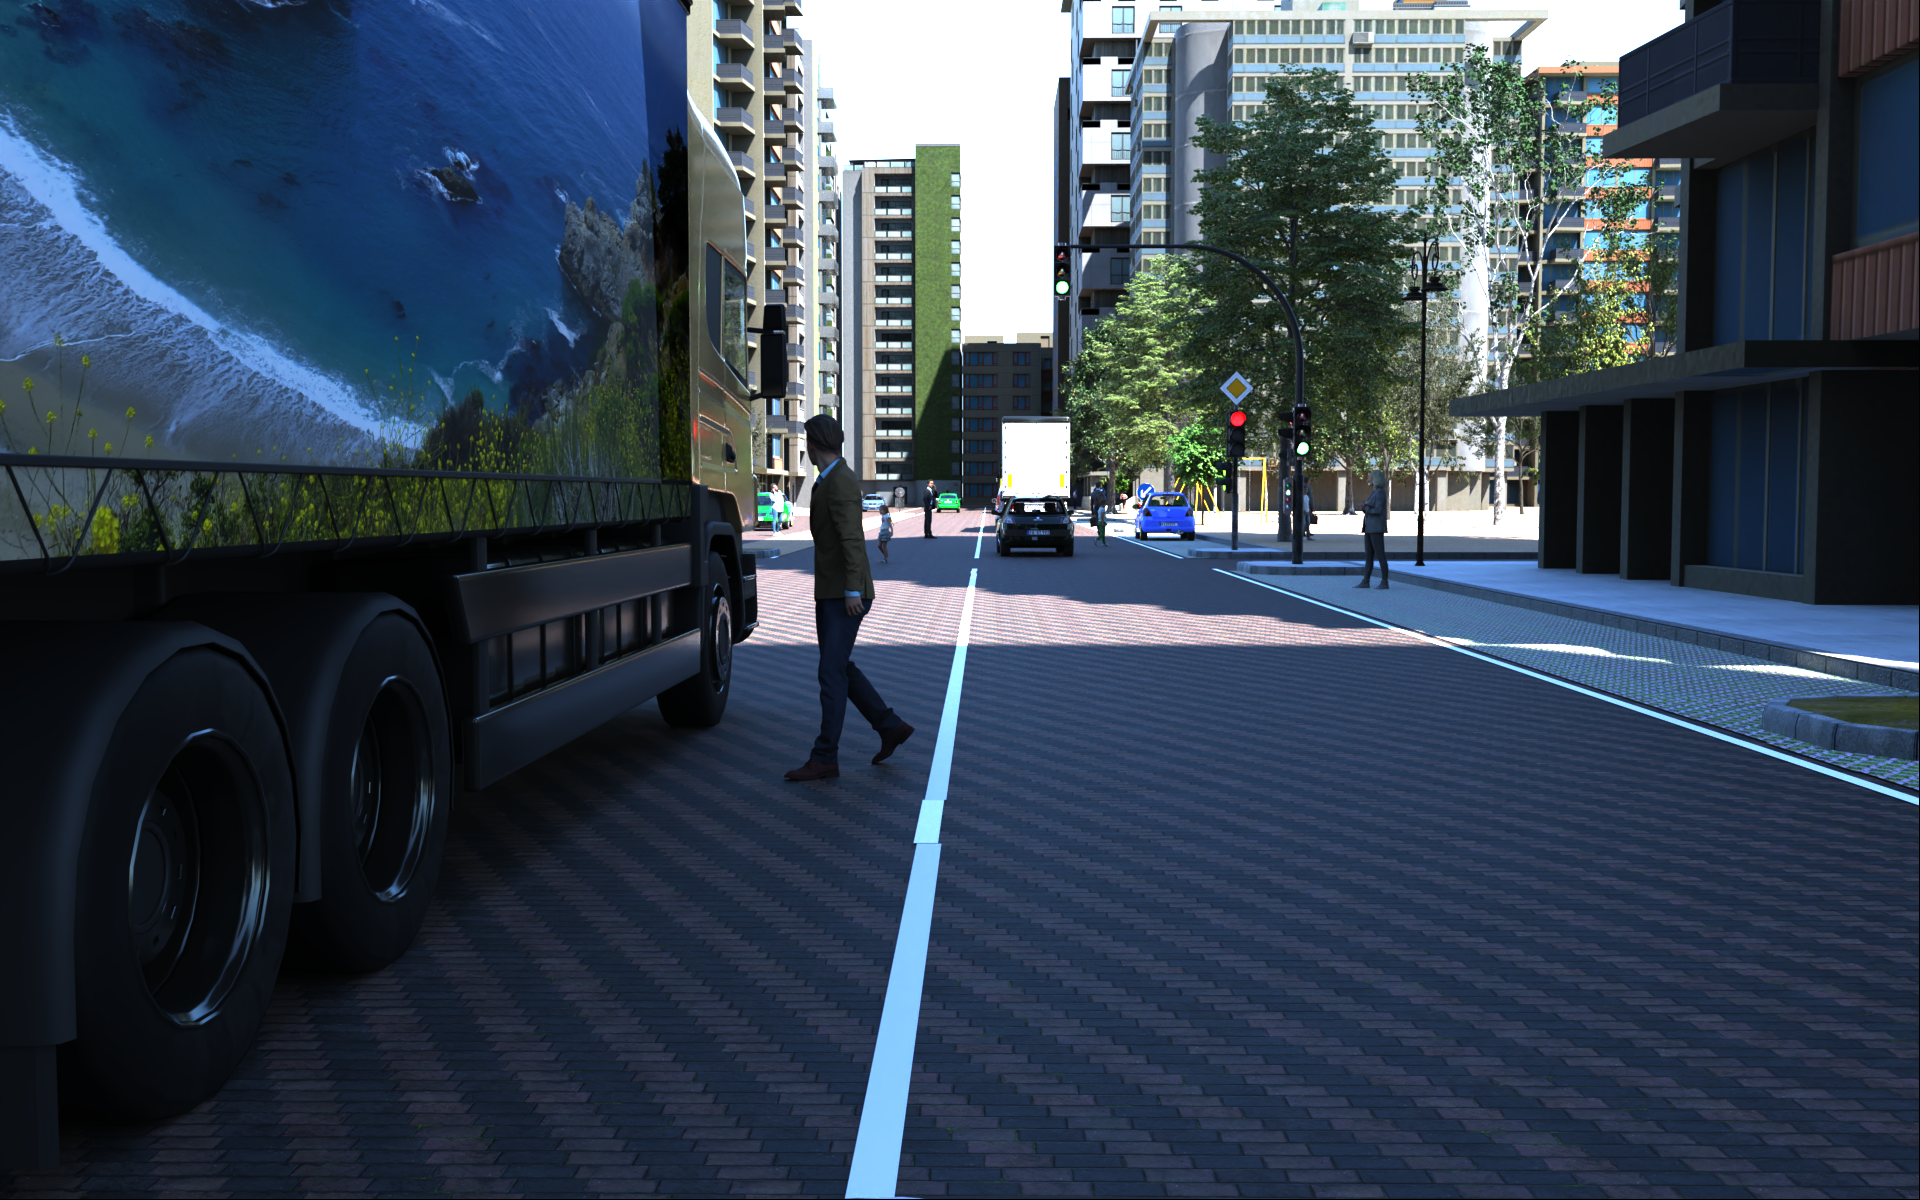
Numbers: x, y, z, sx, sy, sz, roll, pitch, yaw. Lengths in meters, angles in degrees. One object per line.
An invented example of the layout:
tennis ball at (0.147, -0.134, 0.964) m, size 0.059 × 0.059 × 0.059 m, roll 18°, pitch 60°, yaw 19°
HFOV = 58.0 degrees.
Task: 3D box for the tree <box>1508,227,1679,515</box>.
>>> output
tree at (24.654, -7.680, 59.981) m, size 8.767 × 10.594 × 7.601 m, roll 0°, pitch 4°, yaw 1°

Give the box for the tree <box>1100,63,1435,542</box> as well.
tree at (8.995, -7.818, 45.947) m, size 7.486 × 12.596 × 7.792 m, roll 0°, pitch 3°, yaw 0°

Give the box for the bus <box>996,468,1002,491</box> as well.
bus at (4.241, -8.602, 132.195) m, size 2.896 × 3.916 × 12.252 m, roll 0°, pitch 4°, yaw 1°

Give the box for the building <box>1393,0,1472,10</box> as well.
building at (43.469, -40.659, 206.775) m, size 28.212 × 58.520 × 21.231 m, roll 0°, pitch 4°, yaw 1°

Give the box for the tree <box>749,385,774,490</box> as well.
tree at (-13.807, -9.720, 109.291) m, size 4.360 × 8.622 × 3.978 m, roll 0°, pitch 3°, yaw 0°

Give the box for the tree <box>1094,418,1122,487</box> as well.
tree at (10.725, -10.368, 119.882) m, size 4.737 × 8.622 × 4.395 m, roll 0°, pitch 3°, yaw 0°

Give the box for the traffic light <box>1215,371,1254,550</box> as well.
traffic light at (6.286, -3.101, 39.626) m, size 0.839 × 4.253 × 0.868 m, roll 0°, pitch 4°, yaw 1°

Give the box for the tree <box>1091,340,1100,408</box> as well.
tree at (9.702, -10.061, 82.632) m, size 7.486 × 12.596 × 7.792 m, roll 0°, pitch 3°, yaw 0°

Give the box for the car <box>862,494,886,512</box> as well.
car at (-6.989, -7.869, 140.667) m, size 2.014 × 1.417 × 4.499 m, roll 0°, pitch 3°, yaw 0°

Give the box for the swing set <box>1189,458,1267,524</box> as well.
swing set at (11.748, -4.773, 75.661) m, size 3.119 × 2.851 × 2.862 m, roll 1°, pitch 4°, yaw 15°

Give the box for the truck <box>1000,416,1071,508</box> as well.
truck at (2.928, -4.843, 68.092) m, size 2.839 × 4.237 × 11.283 m, roll 0°, pitch 4°, yaw 2°

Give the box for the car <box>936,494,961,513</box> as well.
car at (-0.885, -7.653, 133.917) m, size 1.959 × 1.807 × 4.718 m, roll 0°, pitch 4°, yaw 1°

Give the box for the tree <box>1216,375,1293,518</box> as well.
tree at (16.499, -8.750, 93.417) m, size 4.360 × 8.622 × 3.978 m, roll 0°, pitch 3°, yaw 0°

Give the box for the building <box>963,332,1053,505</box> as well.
building at (14.974, -22.437, 211.887) m, size 28.899 × 21.520 × 27.650 m, roll 0°, pitch 4°, yaw 1°

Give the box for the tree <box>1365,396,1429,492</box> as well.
tree at (24.103, -8.935, 96.446) m, size 4.737 × 8.622 × 4.395 m, roll 0°, pitch 3°, yaw 0°

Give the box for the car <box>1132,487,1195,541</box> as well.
car at (6.398, -2.733, 54.283) m, size 1.945 × 1.707 × 3.694 m, roll 0°, pitch 4°, yaw 2°

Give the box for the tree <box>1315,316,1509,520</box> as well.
tree at (21.339, -9.238, 85.461) m, size 8.767 × 10.594 × 7.601 m, roll 2°, pitch 4°, yaw 34°

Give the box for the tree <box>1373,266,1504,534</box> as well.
tree at (15.093, -6.435, 55.570) m, size 4.360 × 8.622 × 3.978 m, roll 0°, pitch 3°, yaw 0°

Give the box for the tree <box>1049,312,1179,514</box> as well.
tree at (9.681, -11.736, 108.890) m, size 9.611 × 12.733 × 9.660 m, roll 0°, pitch 3°, yaw 0°

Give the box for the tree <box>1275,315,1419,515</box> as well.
tree at (23.835, -11.577, 106.295) m, size 9.611 × 12.733 × 9.660 m, roll 0°, pitch 3°, yaw 0°

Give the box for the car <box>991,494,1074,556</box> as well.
car at (1.756, -1.926, 41.269) m, size 2.009 × 1.686 × 4.222 m, roll 0°, pitch 4°, yaw 0°

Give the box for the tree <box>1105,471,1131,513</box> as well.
tree at (10.773, -7.413, 115.808) m, size 1.663 × 3.219 × 1.824 m, roll 0°, pitch 3°, yaw 0°

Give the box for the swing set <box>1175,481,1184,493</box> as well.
swing set at (12.124, -5.706, 90.907) m, size 2.862 × 2.851 × 3.119 m, roll 0°, pitch 4°, yaw -2°

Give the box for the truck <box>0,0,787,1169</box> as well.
truck at (-2.777, -1.124, 7.294) m, size 2.839 × 4.237 × 11.283 m, roll 0°, pitch 4°, yaw 2°

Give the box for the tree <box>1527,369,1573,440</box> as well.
tree at (35.094, -9.222, 101.134) m, size 4.360 × 8.622 × 3.978 m, roll 0°, pitch 3°, yaw 0°

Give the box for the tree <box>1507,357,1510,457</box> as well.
tree at (33.903, -9.519, 90.050) m, size 8.767 × 10.594 × 7.601 m, roll 2°, pitch 4°, yaw 33°

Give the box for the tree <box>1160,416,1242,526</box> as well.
tree at (9.880, -5.341, 71.033) m, size 4.285 × 4.588 × 4.351 m, roll 0°, pitch 3°, yaw 0°

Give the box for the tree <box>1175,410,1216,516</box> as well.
tree at (14.413, -9.103, 99.201) m, size 4.360 × 8.622 × 3.978 m, roll 0°, pitch 3°, yaw 0°

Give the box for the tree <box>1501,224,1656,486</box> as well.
tree at (17.320, -5.981, 48.151) m, size 4.737 × 8.622 × 4.395 m, roll 0°, pitch 3°, yaw 0°

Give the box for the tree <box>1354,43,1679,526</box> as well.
tree at (22.736, -13.170, 71.225) m, size 12.611 × 20.169 × 13.585 m, roll 0°, pitch 3°, yaw 0°

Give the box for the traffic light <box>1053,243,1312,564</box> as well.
traffic light at (4.064, -3.478, 31.534) m, size 4.771 × 5.953 × 1.251 m, roll 0°, pitch 4°, yaw 1°

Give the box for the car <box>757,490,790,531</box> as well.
car at (-7.838, -3.678, 68.937) m, size 1.959 × 1.807 × 4.718 m, roll 0°, pitch 4°, yaw 0°

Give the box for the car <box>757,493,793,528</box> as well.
car at (-8.218, -3.981, 74.674) m, size 1.945 × 1.707 × 3.694 m, roll 0°, pitch 4°, yaw 1°
